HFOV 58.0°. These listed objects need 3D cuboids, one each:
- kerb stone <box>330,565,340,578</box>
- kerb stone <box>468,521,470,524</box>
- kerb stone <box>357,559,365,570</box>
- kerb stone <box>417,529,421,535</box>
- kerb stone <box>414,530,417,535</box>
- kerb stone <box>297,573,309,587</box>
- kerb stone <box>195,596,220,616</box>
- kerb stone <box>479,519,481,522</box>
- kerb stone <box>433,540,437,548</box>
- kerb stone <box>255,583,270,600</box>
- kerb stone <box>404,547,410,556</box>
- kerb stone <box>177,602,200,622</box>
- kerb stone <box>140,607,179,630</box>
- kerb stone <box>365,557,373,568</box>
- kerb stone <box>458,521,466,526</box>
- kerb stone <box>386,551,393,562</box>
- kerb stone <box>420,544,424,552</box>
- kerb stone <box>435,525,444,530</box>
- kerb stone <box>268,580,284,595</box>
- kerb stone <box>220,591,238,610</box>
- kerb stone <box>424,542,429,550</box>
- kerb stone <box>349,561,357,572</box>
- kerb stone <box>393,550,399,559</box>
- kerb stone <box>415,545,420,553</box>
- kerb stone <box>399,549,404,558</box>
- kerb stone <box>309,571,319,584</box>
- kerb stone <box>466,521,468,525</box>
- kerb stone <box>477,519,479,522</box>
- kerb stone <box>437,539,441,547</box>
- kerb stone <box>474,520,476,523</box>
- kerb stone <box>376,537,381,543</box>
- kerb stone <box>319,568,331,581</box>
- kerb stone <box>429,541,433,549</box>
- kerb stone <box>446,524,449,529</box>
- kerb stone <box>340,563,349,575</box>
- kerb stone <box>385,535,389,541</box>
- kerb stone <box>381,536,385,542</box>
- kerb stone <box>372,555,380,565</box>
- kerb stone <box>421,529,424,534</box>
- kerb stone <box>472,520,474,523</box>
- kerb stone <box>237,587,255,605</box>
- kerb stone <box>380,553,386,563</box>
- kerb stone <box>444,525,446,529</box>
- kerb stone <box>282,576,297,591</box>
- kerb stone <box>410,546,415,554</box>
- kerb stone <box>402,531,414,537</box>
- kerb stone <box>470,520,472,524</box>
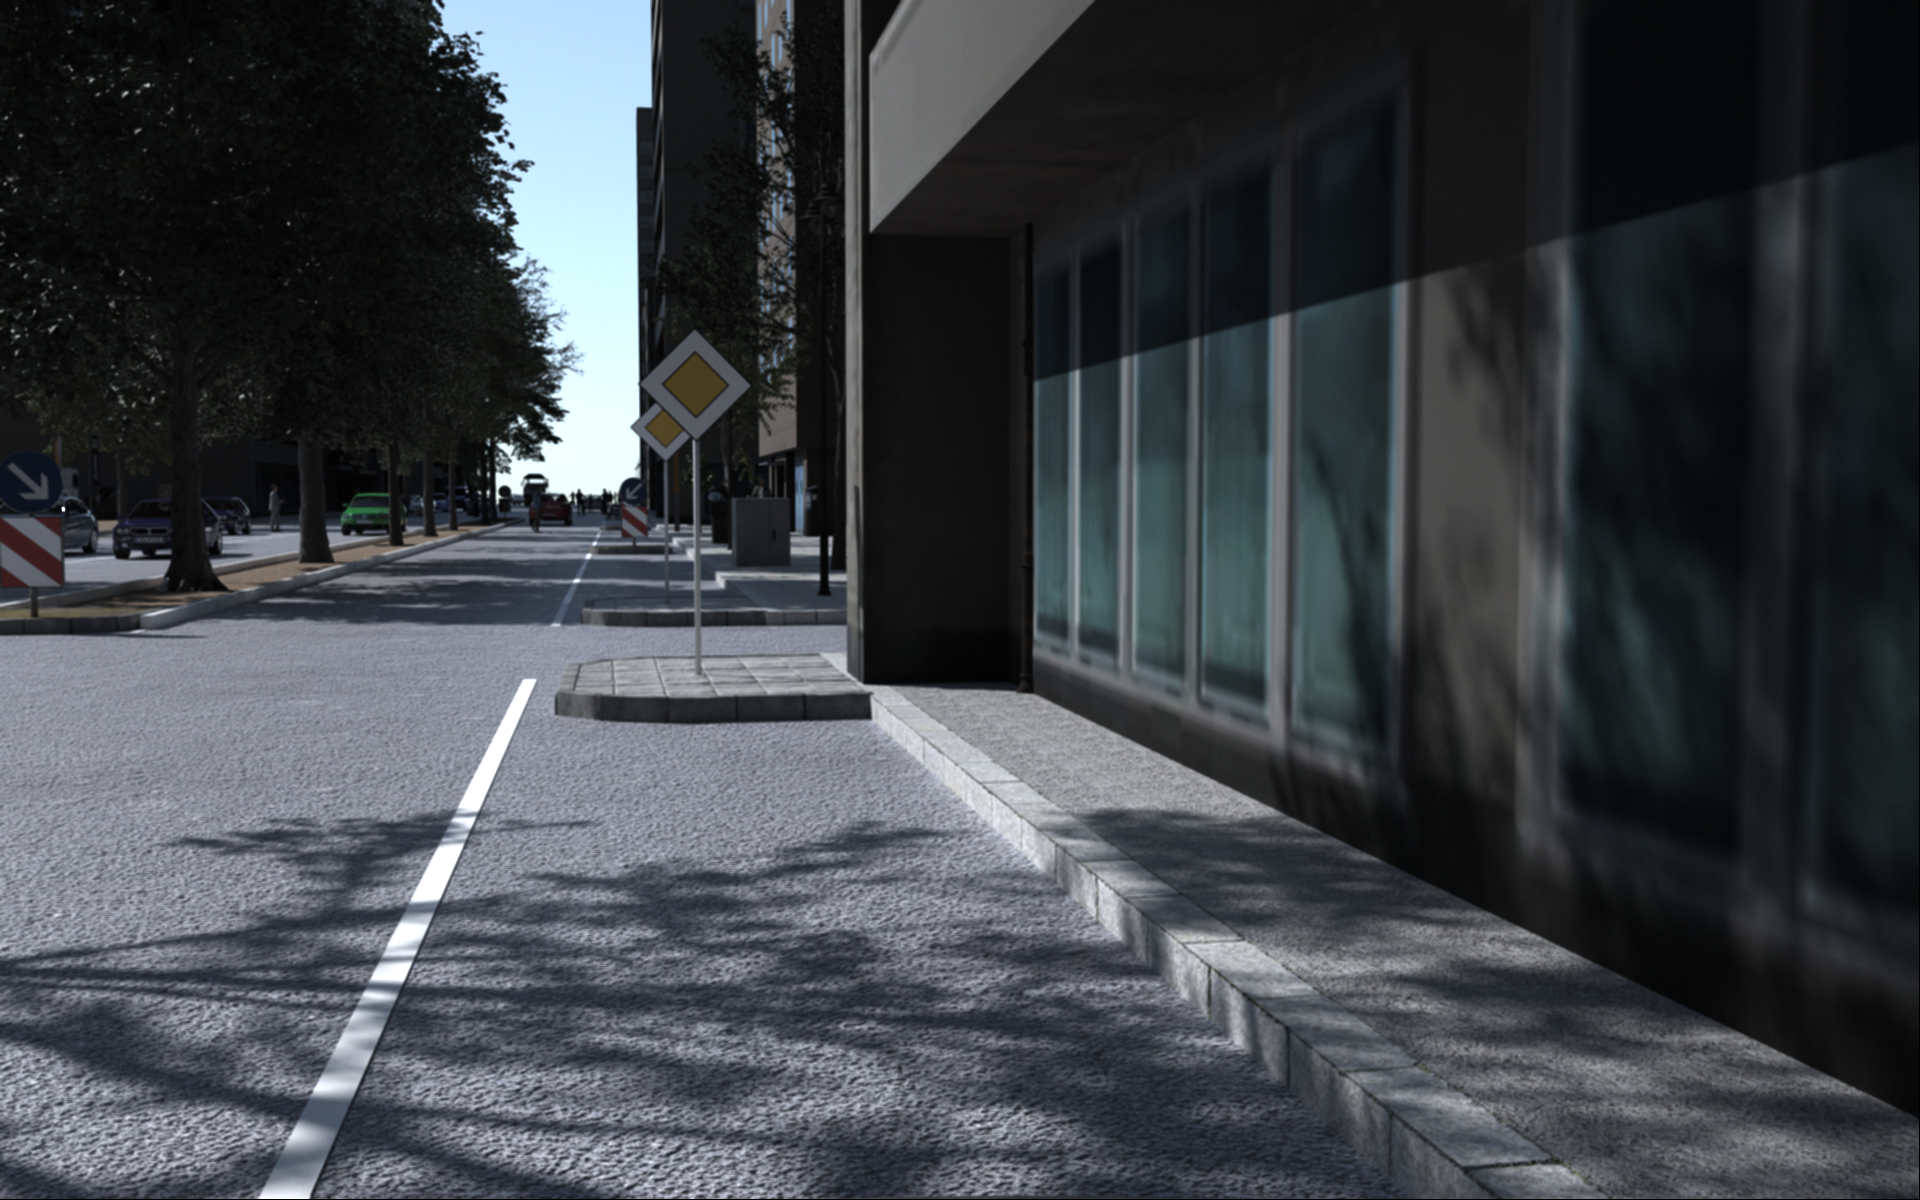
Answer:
[{"bbox_3d":[-10.871,-0.467,29.855,0.120,0.150,1.000,-1,4,-11],"label":"kerb stone"},{"bbox_3d":[-23.057,-3.577,80.718,0.120,0.150,1.000,-1,4,-11],"label":"kerb stone"},{"bbox_3d":[-11.469,-0.651,32.868,0.120,0.150,1.000,-1,4,-11],"label":"kerb stone"},{"bbox_3d":[-19.077,-2.348,60.587,0.120,0.150,1.000,-1,4,-11],"label":"kerb stone"},{"bbox_3d":[-18.883,-2.286,59.579,0.120,0.150,1.000,-1,4,-11],"label":"kerb stone"},{"bbox_3d":[-10.280,-0.284,26.835,0.120,0.150,1.000,-1,4,-11],"label":"kerb stone"},{"bbox_3d":[-9.090,0.086,20.785,0.120,0.150,1.000,-1,4,-11],"label":"kerb stone"},{"bbox_3d":[-24.249,-3.943,86.766,0.120,0.150,1.000,-1,4,-11],"label":"kerb stone"},{"bbox_3d":[-14.061,-1.451,45.947,0.120,0.150,1.000,-1,4,-11],"label":"kerb stone"},{"bbox_3d":[-9.679,-0.092,23.802,0.120,0.150,1.000,-1,4,-11],"label":"kerb stone"},{"bbox_3d":[-12.857,-1.084,39.915,0.120,0.150,1.000,-1,4,-11],"label":"kerb stone"},{"bbox_3d":[-8.894,0.153,19.782,0.120,0.150,1.000,-1,4,-11],"label":"kerb stone"},{"bbox_3d":[-8.691,0.211,18.780,0.120,0.150,1.000,-1,4,-11],"label":"kerb stone"},{"bbox_3d":[-11.672,-0.714,33.869,0.120,0.150,1.000,-1,4,-11],"label":"kerb stone"},{"bbox_3d":[-22.652,-3.454,78.695,0.120,0.150,1.000,-1,4,-11],"label":"kerb stone"},{"bbox_3d":[-12.261,-0.899,36.886,0.120,0.150,1.000,-1,4,-11],"label":"kerb stone"},{"bbox_3d":[-13.460,-1.266,42.931,0.120,0.150,1.000,-1,4,-11],"label":"kerb stone"},{"bbox_3d":[-20.667,-2.840,68.627,0.120,0.150,1.000,-1,4,-11],"label":"kerb stone"},{"bbox_3d":[-9.884,-0.161,24.822,0.120,0.150,1.000,-1,4,-11],"label":"kerb stone"},{"bbox_3d":[-9.283,0.027,21.789,0.120,0.150,1.000,-1,4,-11],"label":"kerb stone"},{"bbox_3d":[-13.657,-1.329,43.933,0.120,0.150,1.000,-1,4,-11],"label":"kerb stone"},{"bbox_3d":[-11.279,-0.588,31.859,0.120,0.150,1.000,-1,4,-11],"label":"kerb stone"},{"bbox_3d":[-12.466,-0.961,37.900,0.120,0.150,1.000,-1,4,-11],"label":"kerb stone"},{"bbox_3d":[-13.262,-1.206,41.919,0.120,0.150,1.000,-1,4,-11],"label":"kerb stone"},{"bbox_3d":[-12.661,-1.022,38.904,0.120,0.150,1.000,-1,4,-11],"label":"kerb stone"},{"bbox_3d":[-10.487,-0.345,27.839,0.120,0.150,1.000,-1,4,-11],"label":"kerb stone"},{"bbox_3d":[-22.859,-3.518,79.713,0.120,0.150,1.000,-1,4,-11],"label":"kerb stone"},{"bbox_3d":[-24.058,-3.887,85.755,0.120,0.150,1.000,-1,4,-11],"label":"kerb stone"},{"bbox_3d":[-14.262,-1.514,46.949,0.120,0.150,1.000,-1,4,-11],"label":"kerb stone"},{"bbox_3d":[-23.648,-3.762,83.735,0.120,0.150,1.000,-1,4,-11],"label":"kerb stone"},{"bbox_3d":[-17.101,-1.734,50.539,0.120,0.150,1.000,-1,4,-11],"label":"kerb stone"},{"bbox_3d":[-10.669,-0.401,28.848,0.120,0.150,1.000,-1,4,-11],"label":"kerb stone"},{"bbox_3d":[-13.852,-1.391,44.937,0.120,0.150,1.000,-1,4,-11],"label":"kerb stone"},{"bbox_3d":[-21.075,-2.959,70.646,0.120,0.150,1.000,-1,4,-11],"label":"kerb stone"},{"bbox_3d":[-11.070,-0.526,30.858,0.120,0.150,1.000,-1,4,-11],"label":"kerb stone"},{"bbox_3d":[-17.498,-1.854,52.553,0.120,0.150,1.000,-1,4,-11],"label":"kerb stone"},{"bbox_3d":[-17.305,-1.794,51.541,0.120,0.150,1.000,-1,4,-11],"label":"kerb stone"},{"bbox_3d":[-11.866,-0.775,34.875,0.120,0.150,1.000,-1,4,-11],"label":"kerb stone"},{"bbox_3d":[-19.282,-2.406,61.589,0.120,0.150,1.000,-1,4,-11],"label":"kerb stone"},{"bbox_3d":[-23.456,-3.702,82.723,0.120,0.150,1.000,-1,4,-11],"label":"kerb stone"},{"bbox_3d":[-9.481,-0.036,22.791,0.120,0.150,1.000,-1,4,-11],"label":"kerb stone"},{"bbox_3d":[-12.068,-0.837,35.877,0.120,0.150,1.000,-1,4,-11],"label":"kerb stone"},{"bbox_3d":[-20.872,-2.899,69.639,0.120,0.150,1.000,-1,4,-11],"label":"kerb stone"},{"bbox_3d":[-10.082,-0.222,25.830,0.120,0.150,1.000,-1,4,-11],"label":"kerb stone"},{"bbox_3d":[-13.063,-1.145,40.917,0.120,0.150,1.000,-1,4,-11],"label":"kerb stone"},{"bbox_3d":[-18.690,-2.225,58.574,0.120,0.150,1.000,-1,4,-11],"label":"kerb stone"},{"bbox_3d":[-23.253,-3.641,81.721,0.120,0.150,1.000,-1,4,-11],"label":"kerb stone"}]
